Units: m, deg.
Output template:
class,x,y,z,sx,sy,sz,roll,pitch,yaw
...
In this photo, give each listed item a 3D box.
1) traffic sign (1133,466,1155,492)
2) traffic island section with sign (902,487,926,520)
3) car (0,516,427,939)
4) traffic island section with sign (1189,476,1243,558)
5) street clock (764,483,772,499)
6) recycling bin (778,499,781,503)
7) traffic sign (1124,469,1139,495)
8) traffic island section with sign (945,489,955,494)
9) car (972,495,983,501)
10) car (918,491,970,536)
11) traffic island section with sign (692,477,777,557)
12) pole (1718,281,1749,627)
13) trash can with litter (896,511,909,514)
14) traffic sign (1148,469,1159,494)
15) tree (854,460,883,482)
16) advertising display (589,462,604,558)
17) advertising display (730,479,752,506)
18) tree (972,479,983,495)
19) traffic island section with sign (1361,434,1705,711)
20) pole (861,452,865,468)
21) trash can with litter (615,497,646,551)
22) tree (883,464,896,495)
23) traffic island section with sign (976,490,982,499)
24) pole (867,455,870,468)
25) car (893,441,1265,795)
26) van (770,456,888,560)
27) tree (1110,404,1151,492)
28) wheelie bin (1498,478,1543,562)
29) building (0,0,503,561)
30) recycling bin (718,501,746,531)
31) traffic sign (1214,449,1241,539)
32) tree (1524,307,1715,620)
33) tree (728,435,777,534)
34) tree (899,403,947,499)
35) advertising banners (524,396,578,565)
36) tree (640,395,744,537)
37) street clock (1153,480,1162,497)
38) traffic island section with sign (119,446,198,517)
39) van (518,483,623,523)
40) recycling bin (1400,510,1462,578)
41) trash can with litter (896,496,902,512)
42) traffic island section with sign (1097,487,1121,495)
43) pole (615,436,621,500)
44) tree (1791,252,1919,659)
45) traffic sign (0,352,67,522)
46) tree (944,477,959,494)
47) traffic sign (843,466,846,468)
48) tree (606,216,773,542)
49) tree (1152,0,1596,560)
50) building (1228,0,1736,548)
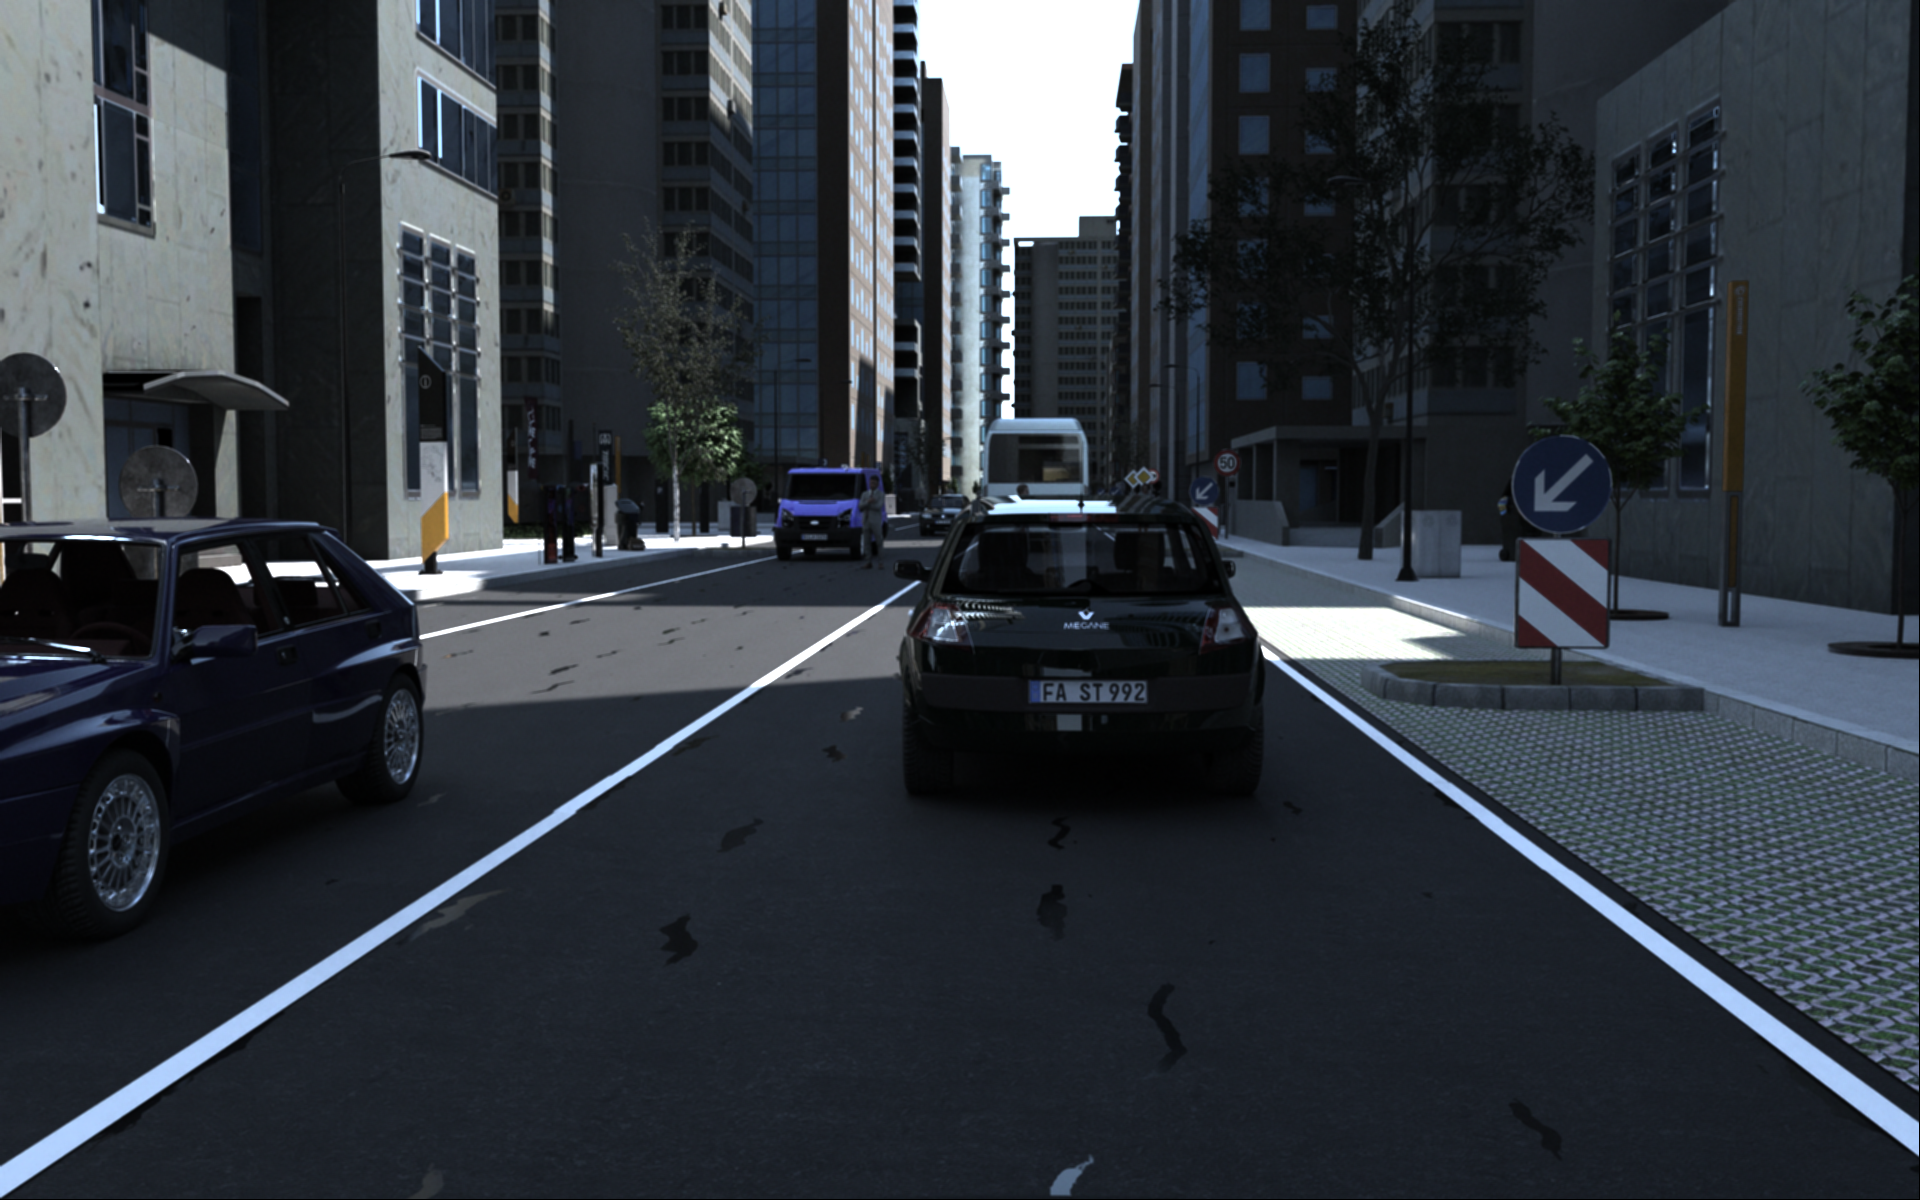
class,x,y,z,sx,sy,sz,roll,pitch,yaw
traffic sign,6.591,-3.579,62.160,0.795,2.450,0.064,0,4,3
traffic island section with sign,-2.137,-5.321,95.628,1.989,1.847,2.006,0,4,3
car,-3.506,0.352,6.831,1.945,1.354,3.894,0,4,2
traffic island section with sign,5.427,-1.903,39.736,1.989,1.847,2.006,0,4,3
street clock,-10.702,-5.614,96.354,0.471,2.002,0.358,-1,4,-21
recycling bin,-9.938,-5.266,98.658,0.722,1.027,0.722,3,4,38
traffic sign,7.018,-4.067,70.134,0.795,2.450,0.064,0,4,3
traffic island section with sign,-0.655,-6.998,123.053,1.989,1.847,2.006,0,4,3
car,1.905,-6.792,123.044,2.014,1.417,4.499,0,4,4
car,-0.420,-3.114,60.700,2.009,1.686,4.222,0,4,4
traffic island section with sign,-5.085,-1.945,40.432,1.989,1.847,2.006,0,4,3
pole,7.463,-1.399,16.711,0.158,3.312,0.155,0,3,0
trash can with litter,-4.068,-6.319,114.368,2.233,1.210,1.678,-1,4,-15
traffic sign,9.619,-5.309,86.908,0.768,2.556,0.104,0,4,7
tree,-5.788,-6.385,98.990,1.663,3.219,1.824,0,3,0
advertising display,-7.417,-1.843,35.354,0.123,1.923,0.974,-1,4,-21
advertising display,-7.829,-3.468,61.910,0.974,1.923,0.123,2,4,35
tree,2.000,-13.623,217.329,1.663,3.219,1.824,0,3,0
traffic island section with sign,3.951,-0.227,12.345,1.989,1.847,2.006,0,4,3
pole,-4.720,-5.515,84.014,0.158,3.312,0.155,0,3,0
trash can with litter,-7.450,-1.718,39.482,0.624,1.170,1.055,-2,4,-34
tree,-4.731,-7.075,110.282,1.663,3.219,1.824,0,3,0
traffic island section with sign,1.976,-10.016,172.389,1.989,1.847,2.006,0,4,3
pole,-4.761,-5.872,89.852,0.158,3.312,0.155,0,3,0
car,0.602,0.008,9.660,2.009,1.686,4.222,0,4,1
van,-2.886,-2.133,39.266,2.240,2.365,5.245,0,4,4
tree,13.993,-11.586,139.786,4.360,8.622,3.978,0,3,0
wheelie bin,10.753,-1.534,32.993,0.980,1.594,0.693,-1,4,-19
building,-20.614,-43.431,22.762,22.319,86.520,31.000,0,4,3
recycling bin,-7.980,-2.938,60.588,0.722,1.027,0.722,2,4,31
traffic sign,7.618,-3.018,49.447,0.768,2.556,0.104,0,4,5
tree,6.868,-1.438,18.119,1.663,3.219,1.824,0,3,0
tree,-7.002,-3.759,56.056,1.663,3.219,1.824,0,3,0
tree,-2.795,-11.428,137.215,4.360,8.622,3.978,0,3,0
advertising banners,-7.538,-2.184,31.889,0.090,3.025,2.074,1,4,12
tree,-7.977,-4.182,52.092,4.285,4.588,4.351,0,3,0
street clock,10.458,-5.335,91.802,0.358,2.002,0.471,-2,4,-32
traffic island section with sign,-6.527,-0.299,13.515,1.989,1.847,2.006,0,4,3
van,-15.008,-3.639,66.505,4.112,2.044,2.013,0,4,3
recycling bin,7.267,-0.868,26.747,0.722,1.027,0.722,0,4,-7
trash can with litter,-4.433,-6.557,118.592,0.624,1.170,1.055,1,4,17
traffic island section with sign,8.385,-5.292,95.159,1.989,1.847,2.006,0,4,3
pole,-12.057,-4.115,61.120,0.158,3.312,0.155,0,3,0
tree,7.681,-1.173,13.778,1.663,3.219,1.824,0,3,0
traffic sign,-8.415,-0.948,15.605,0.768,2.556,0.104,0,4,5
tree,-0.657,-11.044,175.176,1.663,3.219,1.824,0,3,0
traffic sign,-4.186,-3.615,62.755,0.795,2.450,0.064,0,4,3
tree,-7.450,-5.876,46.431,4.360,8.622,3.978,0,3,0
tree,7.886,-6.048,33.290,8.767,10.594,7.601,0,4,6
building,24.364,-21.742,47.370,32.217,40.220,23.993,0,4,3
